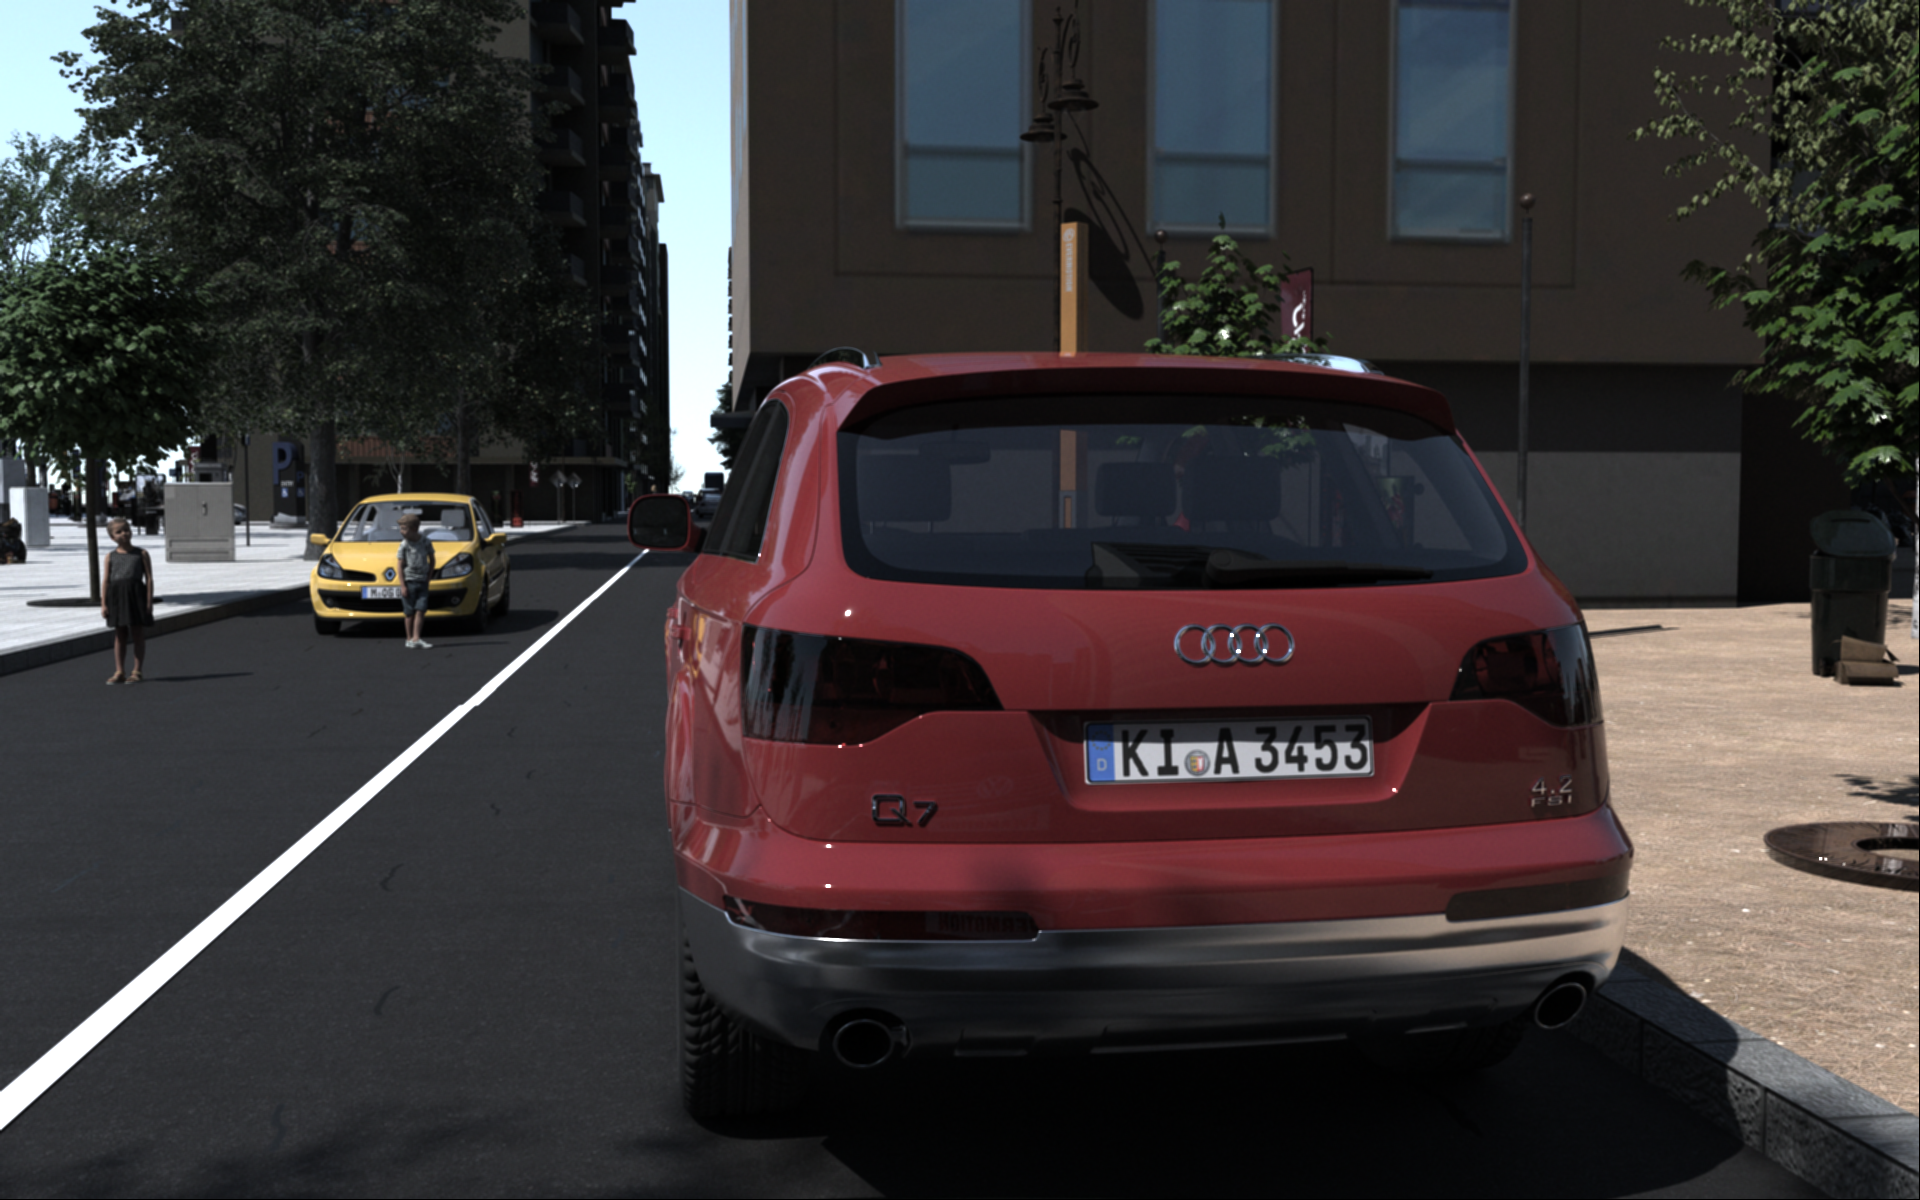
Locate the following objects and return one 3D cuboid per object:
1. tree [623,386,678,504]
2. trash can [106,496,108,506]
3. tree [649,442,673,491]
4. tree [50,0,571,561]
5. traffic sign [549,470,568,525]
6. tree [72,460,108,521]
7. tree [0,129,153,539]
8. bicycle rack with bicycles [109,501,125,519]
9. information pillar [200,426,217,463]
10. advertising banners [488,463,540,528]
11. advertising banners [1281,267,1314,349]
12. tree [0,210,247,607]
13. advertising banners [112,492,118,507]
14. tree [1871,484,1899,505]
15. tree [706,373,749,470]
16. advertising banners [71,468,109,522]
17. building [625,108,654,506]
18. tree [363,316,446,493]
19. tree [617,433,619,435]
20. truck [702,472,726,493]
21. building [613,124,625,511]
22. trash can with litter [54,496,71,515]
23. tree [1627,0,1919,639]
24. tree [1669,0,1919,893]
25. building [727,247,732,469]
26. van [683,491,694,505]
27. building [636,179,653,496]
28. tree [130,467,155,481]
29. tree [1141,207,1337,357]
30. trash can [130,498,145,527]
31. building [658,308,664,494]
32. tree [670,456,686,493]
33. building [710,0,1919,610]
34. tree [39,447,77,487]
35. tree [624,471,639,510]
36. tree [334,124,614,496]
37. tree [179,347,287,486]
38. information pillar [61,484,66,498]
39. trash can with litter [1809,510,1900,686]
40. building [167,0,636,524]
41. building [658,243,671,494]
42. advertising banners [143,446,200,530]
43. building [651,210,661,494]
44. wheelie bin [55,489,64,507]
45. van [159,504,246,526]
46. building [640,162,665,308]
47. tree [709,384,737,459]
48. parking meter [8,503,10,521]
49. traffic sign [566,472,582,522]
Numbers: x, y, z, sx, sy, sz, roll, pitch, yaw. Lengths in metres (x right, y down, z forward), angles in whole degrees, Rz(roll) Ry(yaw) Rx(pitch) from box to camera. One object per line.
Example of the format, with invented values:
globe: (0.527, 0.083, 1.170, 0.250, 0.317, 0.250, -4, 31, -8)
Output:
tree: (-28.408, -13.181, 149.917, 8.767, 10.594, 7.601, 0, 4, -1)
trash can: (-62.417, -7.006, 126.205, 0.748, 1.137, 0.748, 0, 3, 0)
tree: (-40.168, -17.078, 229.591, 4.360, 8.622, 3.978, 0, 3, 0)
tree: (-12.433, -7.743, 33.247, 9.857, 13.997, 8.962, 0, 3, 0)
traffic sign: (-16.489, -4.129, 71.158, 0.795, 2.450, 0.064, -1, 4, -8)
tree: (-41.252, -5.358, 82.198, 1.663, 3.219, 1.824, 0, 3, 0)
tree: (-26.601, -7.568, 49.498, 9.928, 11.665, 9.643, 0, 3, 0)
bicycle rack with bicycles: (-43.839, -4.784, 91.597, 2.852, 0.926, 2.925, -1, 4, -10)
information pillar: (-23.045, -3.778, 53.130, 0.504, 3.616, 0.183, -3, 5, -42)
advertising banners: (-17.022, -4.290, 66.336, 2.074, 3.025, 0.090, -2, 4, -27)
advertising banners: (2.864, -1.023, 12.913, 0.090, 3.025, 2.074, -1, 4, -17)
tree: (-10.098, -2.236, 20.268, 4.285, 4.588, 4.351, 0, 3, 0)
advertising banners: (-63.782, -8.235, 130.836, 2.074, 3.025, 0.090, 0, 4, -7)
tree: (27.034, -4.118, 51.048, 4.285, 4.588, 4.351, 0, 3, 0)
tree: (-16.043, -14.372, 141.638, 9.857, 13.997, 8.962, 0, 3, 0)
advertising banners: (-40.279, -5.135, 80.145, 2.074, 3.025, 0.090, 1, 4, 16)
building: (-46.941, -35.163, 194.521, 23.786, 49.044, 30.456, -1, 4, -8)
tree: (-21.894, -7.178, 67.730, 4.360, 8.622, 3.978, 0, 3, 0)
tree: (-23.685, -9.832, 111.123, 4.737, 8.622, 4.395, 0, 3, 0)
truck: (-29.464, -13.386, 208.614, 2.967, 4.110, 18.799, -1, 4, -9)
building: (-31.682, -21.552, 124.075, 14.160, 30.474, 14.107, -1, 4, -8)
trash can with litter: (-55.056, -5.800, 106.216, 1.055, 1.170, 0.624, 0, 4, 5)
tree: (8.318, -3.957, 15.064, 4.737, 8.622, 4.395, 0, 3, 0)
tree: (3.331, -0.683, 5.775, 1.663, 3.219, 1.824, 0, 3, 0)
building: (-28.956, -39.445, 299.547, 22.147, 44.769, 28.867, -1, 4, -8)
van: (-35.754, -13.488, 227.542, 2.013, 2.044, 4.112, -1, 4, -8)
building: (-46.504, -32.641, 217.279, 14.154, 41.232, 14.086, -1, 4, -8)
tree: (-48.201, -6.614, 102.743, 1.663, 3.219, 1.824, 0, 3, 0)
tree: (1.672, -1.052, 11.807, 1.663, 3.219, 1.824, 0, 3, 0)
trash can: (-32.153, -3.440, 67.899, 0.748, 1.137, 0.748, 0, 3, 0)
building: (-51.416, -29.701, 257.311, 14.160, 30.474, 14.107, -1, 4, -8)
tree: (-51.656, -22.091, 311.544, 4.737, 8.622, 4.395, 0, 3, 0)
building: (3.718, -22.875, 24.119, 14.600, 45.320, 14.200, -1, 4, -8)
tree: (-31.035, -6.639, 58.907, 4.737, 8.622, 4.395, 0, 3, 0)
tree: (-27.276, -9.079, 143.048, 1.663, 3.219, 1.824, 0, 3, 0)
tree: (-15.035, -8.289, 52.533, 9.611, 12.733, 9.660, 0, 3, 0)
tree: (-25.394, -6.709, 60.051, 4.737, 8.622, 4.395, 0, 3, 0)
information pillar: (-67.560, -7.710, 130.555, 0.304, 2.012, 0.304, -3, 4, -36)
trash can with litter: (6.261, -0.035, 11.968, 0.624, 1.170, 1.055, 1, 4, 13)
building: (-28.707, -26.758, 92.111, 22.147, 44.769, 28.867, -1, 4, -8)
building: (-57.161, -39.628, 298.031, 14.600, 45.320, 14.200, -1, 4, -8)
advertising banners: (-28.483, -4.068, 62.697, 2.074, 3.025, 0.090, -1, 4, -15)
building: (-49.373, -34.145, 241.864, 14.154, 41.232, 14.086, -1, 4, -8)
wheelie bin: (-60.436, -6.596, 115.760, 0.980, 1.594, 0.693, -2, 4, -31)
van: (-32.369, -4.062, 73.427, 4.112, 2.044, 2.013, -1, 4, -9)
building: (-61.717, -42.012, 276.130, 28.713, 52.752, 27.495, -1, 4, -8)
tree: (-19.401, -14.279, 159.217, 9.928, 11.665, 9.643, 0, 3, 0)
parking meter: (-43.514, -4.494, 79.193, 0.399, 1.863, 0.255, -2, 4, -30)
traffic sign: (-17.626, -4.613, 79.062, 0.795, 2.450, 0.064, -1, 4, -8)
